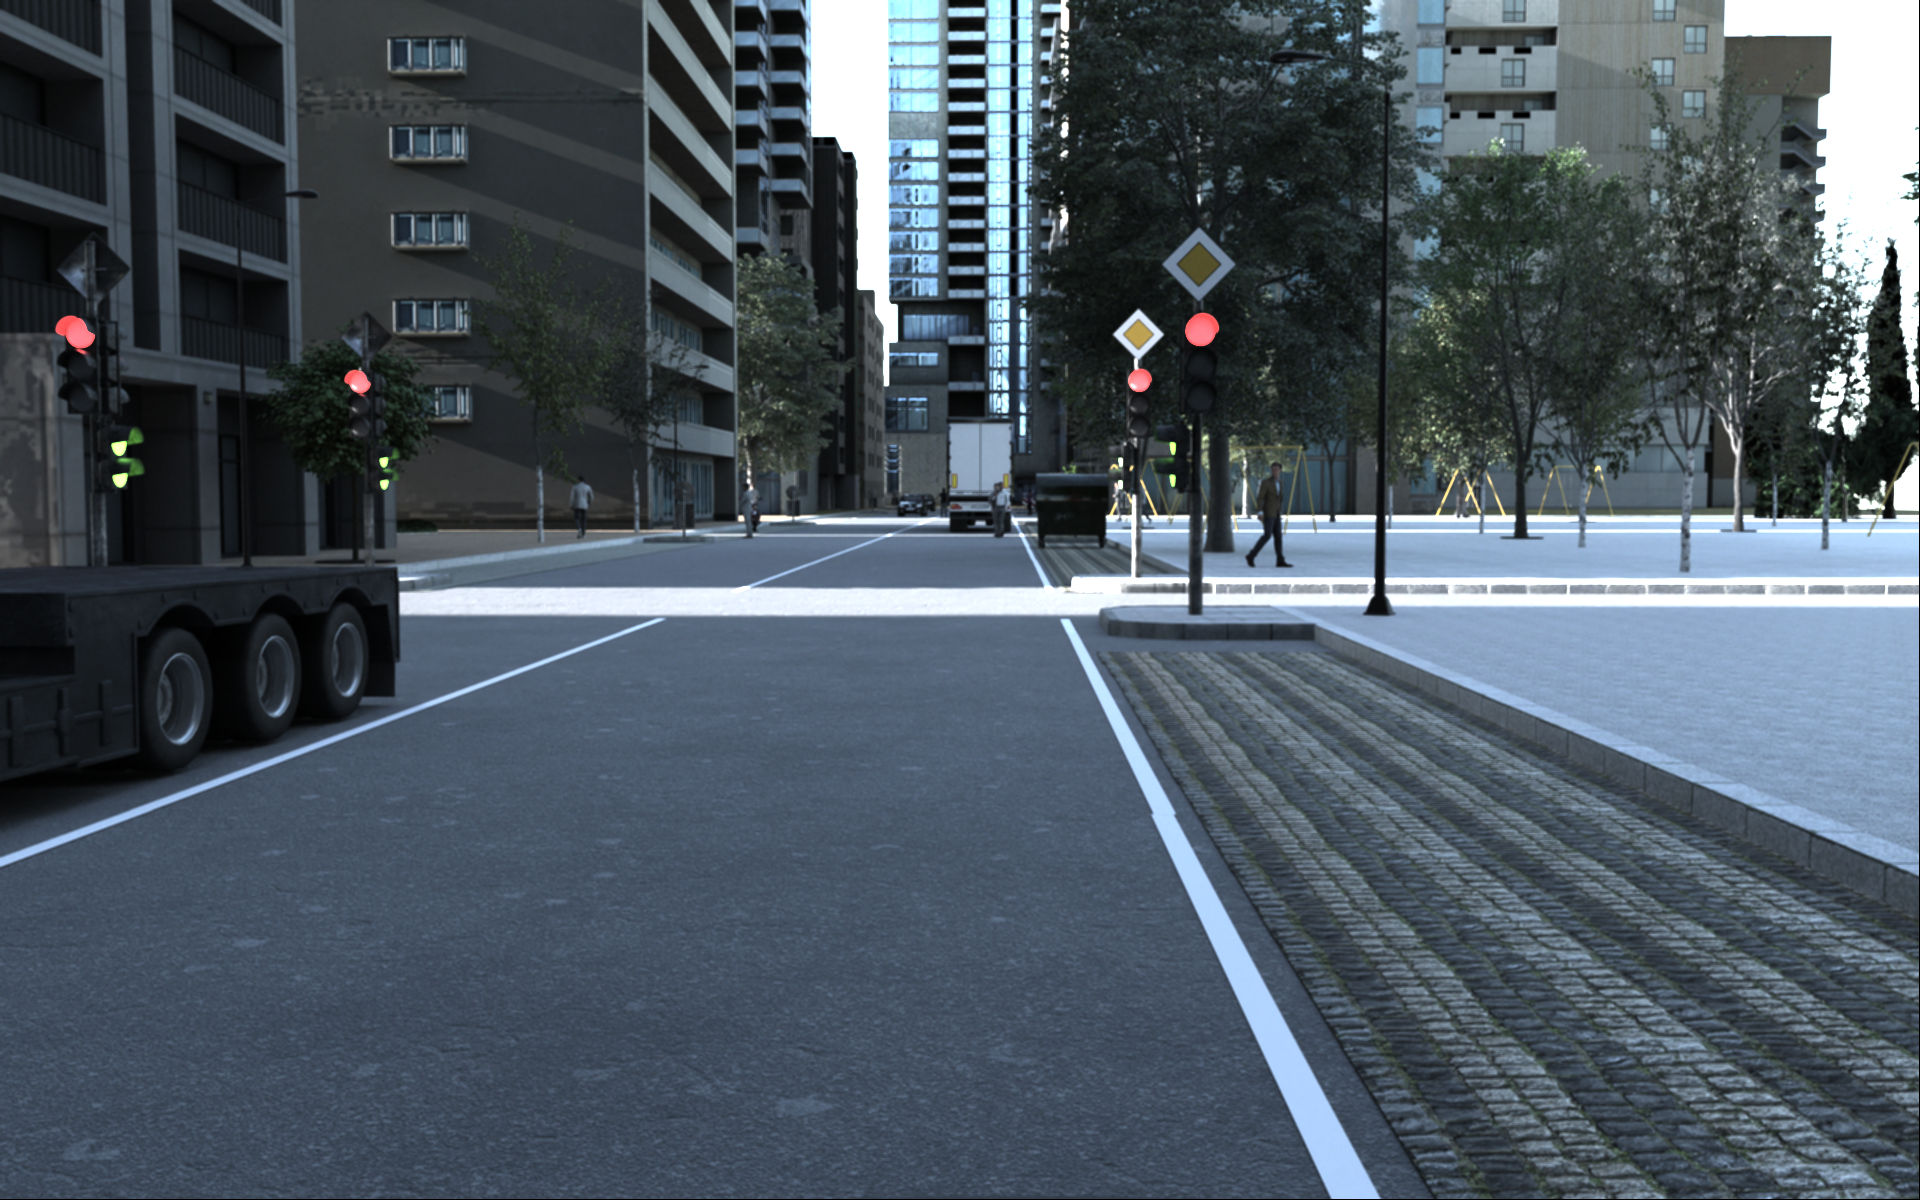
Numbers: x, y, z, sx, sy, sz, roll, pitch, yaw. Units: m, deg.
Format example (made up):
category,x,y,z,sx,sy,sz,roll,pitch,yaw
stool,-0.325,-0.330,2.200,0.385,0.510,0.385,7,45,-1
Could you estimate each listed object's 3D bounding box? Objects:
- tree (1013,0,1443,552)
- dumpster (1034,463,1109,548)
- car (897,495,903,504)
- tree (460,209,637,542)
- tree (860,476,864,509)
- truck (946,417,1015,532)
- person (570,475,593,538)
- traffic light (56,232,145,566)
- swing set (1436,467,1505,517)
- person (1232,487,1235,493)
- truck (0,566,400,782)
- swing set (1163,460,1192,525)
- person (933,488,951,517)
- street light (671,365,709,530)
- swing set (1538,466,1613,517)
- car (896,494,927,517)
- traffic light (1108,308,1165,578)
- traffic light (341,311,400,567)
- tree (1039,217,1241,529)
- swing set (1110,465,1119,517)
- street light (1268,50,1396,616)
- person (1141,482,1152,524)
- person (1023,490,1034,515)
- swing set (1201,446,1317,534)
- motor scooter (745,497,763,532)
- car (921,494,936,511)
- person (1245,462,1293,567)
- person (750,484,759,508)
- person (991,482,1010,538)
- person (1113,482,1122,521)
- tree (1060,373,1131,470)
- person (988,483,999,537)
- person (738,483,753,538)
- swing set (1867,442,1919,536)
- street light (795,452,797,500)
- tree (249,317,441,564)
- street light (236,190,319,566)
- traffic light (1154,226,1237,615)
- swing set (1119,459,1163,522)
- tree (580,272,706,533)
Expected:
category,x,y,z,sx,sy,sz,roll,pitch,yaw
tree,5.696,-8.029,37.936,9.857,13.997,8.962,0,3,0
dumpster,2.965,-2.514,46.053,1.985,2.255,1.502,0,4,2
car,-3.905,-7.538,135.255,2.014,1.417,4.499,0,4,0
tree,-10.894,-5.834,45.742,4.737,8.622,4.395,0,3,0
tree,-8.772,-9.478,149.560,1.663,3.219,1.824,0,3,0
truck,0.830,-4.881,68.718,2.839,4.237,11.283,0,4,1
person,-10.961,-2.711,50.207,0.661,1.843,0.795,-1,4,-22
traffic light,-9.267,-1.815,18.603,0.839,4.253,0.868,0,4,1
swing set,29.407,-6.230,99.487,2.862,2.851,3.119,-1,4,-10
person,7.594,-2.725,49.960,0.648,1.900,0.474,-3,5,-45
truck,-5.516,-0.772,2.375,2.967,4.110,18.799,0,4,3
swing set,10.694,-4.580,72.502,2.862,2.851,3.119,3,5,41
person,-1.000,-6.031,107.124,1.348,1.822,0.705,0,4,-5
street light,-9.709,-5.498,62.440,1.470,5.913,1.316,0,4,1
swing set,34.410,-6.080,97.031,3.119,2.851,2.862,-1,4,-16
car,-3.062,-6.231,111.667,2.009,1.686,4.222,0,4,3
traffic light,2.680,-2.288,26.325,0.839,4.253,0.868,0,4,1
traffic light,-9.078,-2.304,26.586,0.839,4.253,0.868,0,4,1
tree,6.669,-8.440,63.752,9.928,11.665,9.643,0,3,0
swing set,8.890,-5.911,94.272,2.862,2.851,3.119,2,4,28
street light,3.930,-2.798,18.296,1.470,5.913,1.316,0,4,1
person,7.705,-4.111,73.104,0.795,1.843,0.661,-1,4,-17
person,4.637,-6.578,116.729,0.721,1.739,1.217,-2,4,-33
swing set,10.033,-3.642,57.167,3.119,2.851,2.862,2,4,32
motor scooter,-7.796,-3.200,65.103,0.815,1.314,1.986,0,4,1
car,-2.982,-8.225,144.260,2.009,1.686,4.222,0,4,3
person,5.424,-1.492,30.356,0.836,1.842,0.656,1,4,17
person,-10.456,-4.948,87.138,0.606,1.804,0.583,-2,4,-26
person,1.319,-2.977,57.277,0.679,1.850,0.850,2,4,25
person,7.524,-4.703,82.745,0.447,1.846,0.655,0,4,0
tree,6.845,-8.338,86.689,4.360,8.622,3.978,0,3,0
person,1.239,-3.031,58.263,0.606,1.804,0.583,0,4,3
person,-6.958,-2.903,56.138,0.466,1.800,0.511,0,4,-2
swing set,29.053,-3.281,51.262,2.862,2.851,3.119,0,4,-8
street light,-8.771,-7.688,98.233,1.470,5.913,1.316,0,4,1
tree,-11.420,-2.974,32.334,4.285,4.588,4.351,0,3,0
street light,-10.483,-3.306,26.596,1.470,5.913,1.316,0,4,1
traffic light,2.491,-1.799,18.343,0.839,4.253,0.868,0,4,1
swing set,9.447,-4.955,78.638,3.119,2.851,2.862,-3,5,-41
tree,-10.666,-6.542,57.327,4.360,8.622,3.978,0,3,0
